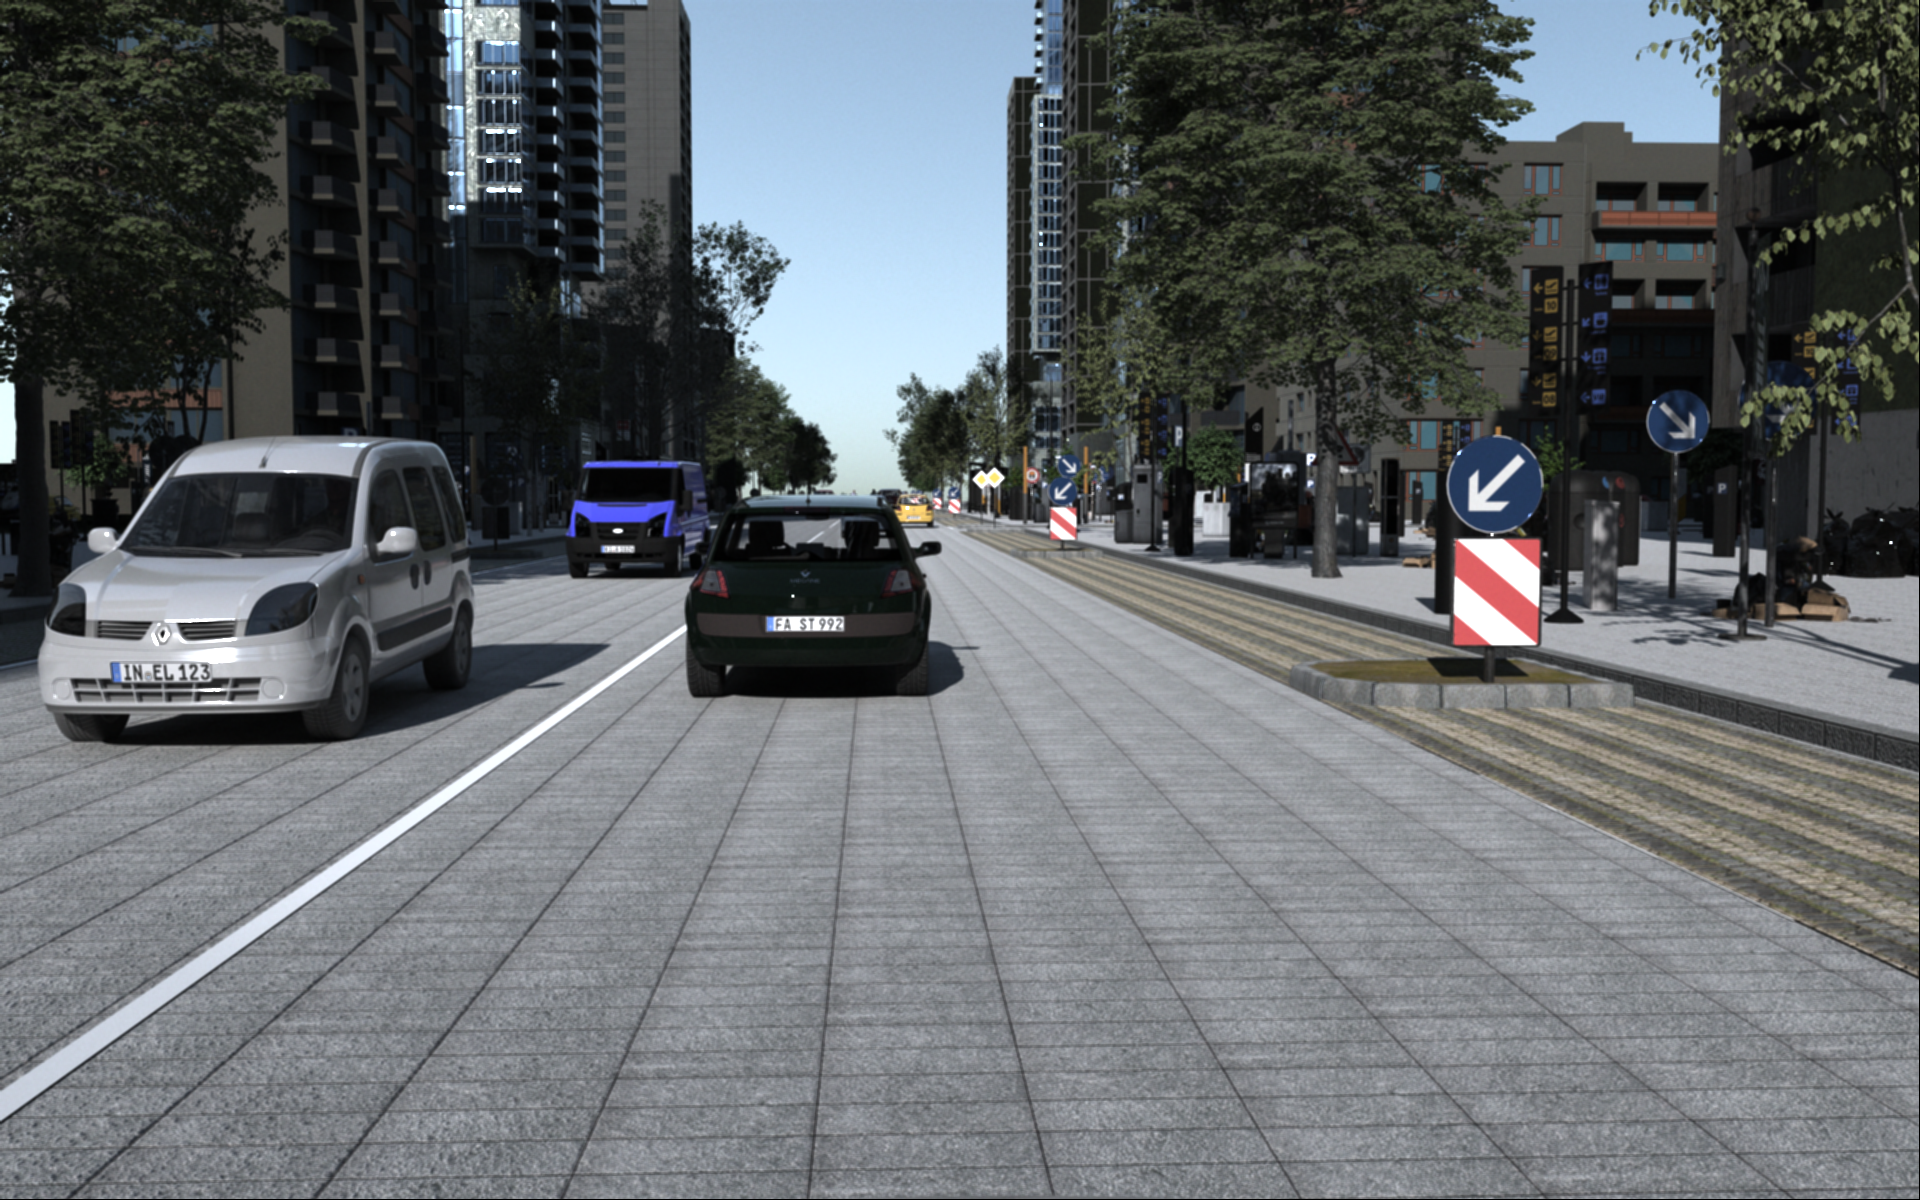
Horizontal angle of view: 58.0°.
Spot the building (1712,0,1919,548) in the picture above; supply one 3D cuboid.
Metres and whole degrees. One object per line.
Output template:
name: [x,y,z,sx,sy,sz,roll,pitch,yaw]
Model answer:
building: [24.695,-16.280,37.877,14.160,30.474,14.107,0,4,-3]

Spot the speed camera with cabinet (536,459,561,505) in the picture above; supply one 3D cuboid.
speed camera with cabinet: [-21.337,-5.874,90.383,2.038,3.252,0.660,1,4,10]

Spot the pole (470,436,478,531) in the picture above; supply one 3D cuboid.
pole: [-17.021,-4.085,60.626,0.158,3.312,0.155,0,3,0]

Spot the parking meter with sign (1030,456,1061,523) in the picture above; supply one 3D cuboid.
parking meter with sign: [3.949,-4.953,77.243,0.543,3.016,1.738,3,4,38]

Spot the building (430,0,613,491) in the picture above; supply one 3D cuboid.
building: [-44.012,-51.777,159.226,22.319,86.520,31.000,0,4,-3]

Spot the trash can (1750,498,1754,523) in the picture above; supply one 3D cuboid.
trash can: [25.699,-2.774,57.010,0.748,1.137,0.748,0,3,0]

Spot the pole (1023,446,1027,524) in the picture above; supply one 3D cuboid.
pole: [2.783,-4.898,73.930,0.158,3.312,0.155,0,3,0]

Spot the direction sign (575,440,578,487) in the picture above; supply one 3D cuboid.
direction sign: [-16.120,-4.951,72.944,0.379,3.537,0.876,-1,4,-18]

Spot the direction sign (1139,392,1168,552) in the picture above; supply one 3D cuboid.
direction sign: [4.315,-2.857,38.713,0.876,3.537,0.379,-3,4,-39]

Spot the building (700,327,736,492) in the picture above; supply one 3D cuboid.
building: [-46.183,-32.183,297.888,14.160,30.474,14.107,0,4,-3]

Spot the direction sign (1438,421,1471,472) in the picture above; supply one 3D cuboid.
direction sign: [15.385,-3.778,53.761,0.876,3.537,0.379,1,4,22]

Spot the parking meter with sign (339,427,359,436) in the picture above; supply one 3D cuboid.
parking meter with sign: [-16.559,-3.022,45.667,1.738,3.016,0.543,3,4,37]

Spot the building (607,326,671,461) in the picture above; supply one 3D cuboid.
building: [-47.627,-21.181,191.356,27.650,21.520,28.899,0,4,-3]

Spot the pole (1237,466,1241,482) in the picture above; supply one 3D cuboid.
pole: [17.824,-7.151,110.755,0.158,3.312,0.155,0,3,0]

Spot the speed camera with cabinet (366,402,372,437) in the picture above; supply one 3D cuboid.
speed camera with cabinet: [-12.846,-2.583,36.569,0.660,3.252,2.038,2,4,28]

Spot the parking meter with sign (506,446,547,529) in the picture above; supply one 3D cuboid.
parking meter with sign: [-15.909,-4.126,63.722,0.543,3.016,1.738,1,4,23]

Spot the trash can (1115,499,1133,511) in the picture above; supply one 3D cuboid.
trash can: [4.465,-2.094,45.891,0.748,1.137,0.748,0,3,0]

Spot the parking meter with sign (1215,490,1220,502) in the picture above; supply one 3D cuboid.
parking meter with sign: [14.731,-6.227,98.077,0.543,3.016,1.738,1,4,16]

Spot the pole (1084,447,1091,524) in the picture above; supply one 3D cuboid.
pole: [5.431,-4.935,74.533,0.158,3.312,0.155,0,3,0]

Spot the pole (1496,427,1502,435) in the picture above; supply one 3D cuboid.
pole: [16.269,-3.582,52.409,0.158,3.312,0.155,0,3,0]

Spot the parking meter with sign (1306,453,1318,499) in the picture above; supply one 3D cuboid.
parking meter with sign: [14.792,-4.704,73.173,0.543,3.016,1.738,1,4,14]

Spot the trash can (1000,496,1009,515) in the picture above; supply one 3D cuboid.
trash can: [2.641,-5.703,104.894,0.748,1.137,0.748,0,3,0]

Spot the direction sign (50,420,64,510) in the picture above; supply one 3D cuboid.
direction sign: [-27.882,-3.777,53.751,0.379,3.537,0.876,1,4,10]

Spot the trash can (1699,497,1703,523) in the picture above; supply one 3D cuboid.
trash can: [32.819,-3.933,75.961,0.748,1.137,0.748,0,3,0]

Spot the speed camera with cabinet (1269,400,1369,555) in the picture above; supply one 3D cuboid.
speed camera with cabinet: [7.620,-2.595,36.763,2.038,3.252,0.660,0,4,-6]

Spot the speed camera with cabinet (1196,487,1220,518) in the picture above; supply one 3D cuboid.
speed camera with cabinet: [13.906,-6.152,94.918,2.038,3.252,0.660,-2,4,-30]

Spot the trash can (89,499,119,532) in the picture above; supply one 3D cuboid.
trash can: [-23.738,-2.227,48.066,0.748,1.137,0.748,0,3,0]

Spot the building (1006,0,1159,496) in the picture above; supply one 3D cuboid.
building: [19.553,-58.551,269.973,22.319,86.520,31.000,0,4,-3]

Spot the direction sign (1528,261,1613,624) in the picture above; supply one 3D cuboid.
direction sign: [6.045,-1.544,17.236,0.379,3.537,0.876,-3,5,-39]

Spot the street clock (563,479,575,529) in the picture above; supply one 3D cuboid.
street clock: [-14.501,-3.654,64.315,0.358,2.002,0.471,1,4,19]

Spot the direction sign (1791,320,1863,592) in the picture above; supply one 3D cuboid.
direction sign: [11.377,-1.886,22.828,0.379,3.537,0.876,-3,5,-44]

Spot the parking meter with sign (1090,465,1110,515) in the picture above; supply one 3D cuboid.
parking meter with sign: [8.541,-6.617,104.455,0.543,3.016,1.738,3,5,39]

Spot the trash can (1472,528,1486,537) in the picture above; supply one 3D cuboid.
trash can: [8.183,-0.915,26.611,0.748,1.137,0.748,0,3,0]

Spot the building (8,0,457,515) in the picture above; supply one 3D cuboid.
building: [-43.976,-27.575,105.471,22.147,44.769,28.867,0,4,-3]

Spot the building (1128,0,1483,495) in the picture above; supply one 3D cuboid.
building: [25.435,-29.044,129.487,22.147,44.769,28.867,0,4,-3]

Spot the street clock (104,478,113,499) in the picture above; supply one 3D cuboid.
street clock: [-38.026,-4.454,77.386,0.358,2.002,0.471,0,4,-4]

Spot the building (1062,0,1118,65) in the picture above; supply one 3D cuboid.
building: [20.729,-46.529,198.998,20.563,71.187,20.611,0,4,-3]

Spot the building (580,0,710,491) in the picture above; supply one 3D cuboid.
building: [-47.685,-49.867,253.584,20.563,71.187,20.611,0,4,-3]

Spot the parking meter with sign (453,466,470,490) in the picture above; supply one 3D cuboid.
parking meter with sign: [-31.219,-6.800,107.434,1.738,3.016,0.543,2,4,30]

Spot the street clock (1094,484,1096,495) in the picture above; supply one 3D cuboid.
street clock: [8.404,-6.301,107.583,0.471,2.002,0.358,1,4,23]

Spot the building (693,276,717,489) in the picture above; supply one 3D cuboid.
building: [-54.503,-35.815,277.459,32.217,40.220,23.993,0,4,-3]

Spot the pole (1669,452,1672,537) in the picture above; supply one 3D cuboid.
pole: [21.418,-3.554,51.943,0.158,3.312,0.155,0,3,0]

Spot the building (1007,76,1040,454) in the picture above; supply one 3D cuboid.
building: [16.799,-52.497,296.574,20.563,71.187,20.611,0,4,-3]

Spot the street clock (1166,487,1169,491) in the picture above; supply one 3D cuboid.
street clock: [11.596,-5.560,95.480,0.471,2.002,0.358,3,5,40]

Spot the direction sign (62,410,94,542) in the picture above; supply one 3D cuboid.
direction sign: [-23.734,-3.357,46.889,0.379,3.537,0.876,1,4,9]

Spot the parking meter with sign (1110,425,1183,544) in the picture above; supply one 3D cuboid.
parking meter with sign: [4.841,-2.954,44.564,1.738,3.016,0.543,2,4,33]

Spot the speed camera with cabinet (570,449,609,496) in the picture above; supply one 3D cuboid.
speed camera with cabinet: [-16.107,-5.008,76.216,2.038,3.252,0.660,-2,4,-28]

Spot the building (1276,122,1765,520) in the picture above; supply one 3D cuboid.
building: [35.691,-15.563,99.497,28.899,21.520,27.650,0,4,-3]

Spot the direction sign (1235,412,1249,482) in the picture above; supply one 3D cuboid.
direction sign: [7.949,-3.432,48.107,0.379,3.537,0.876,1,4,14]

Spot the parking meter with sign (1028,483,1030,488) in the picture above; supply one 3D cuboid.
parking meter with sign: [3.825,-5.638,88.435,1.738,3.016,0.543,-1,4,-10]
